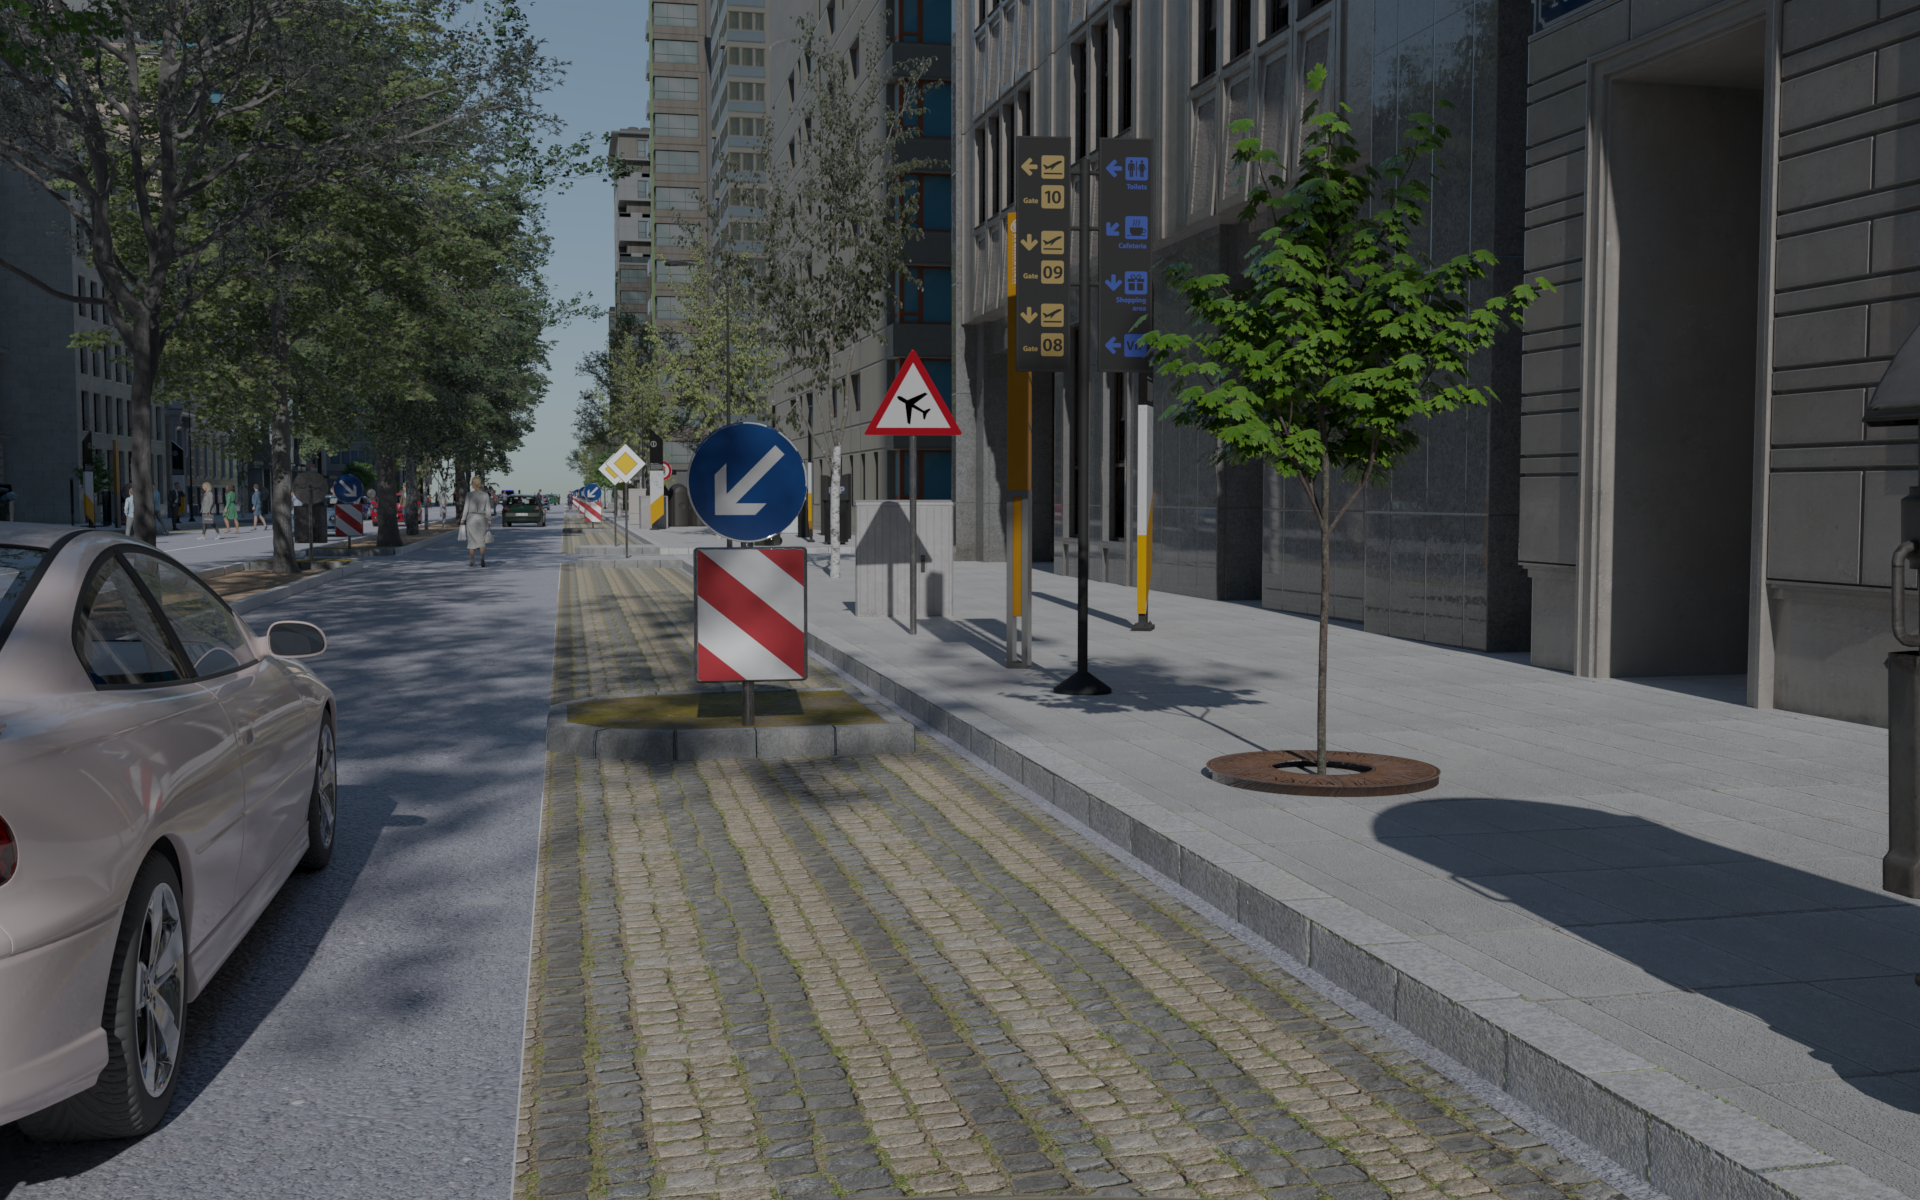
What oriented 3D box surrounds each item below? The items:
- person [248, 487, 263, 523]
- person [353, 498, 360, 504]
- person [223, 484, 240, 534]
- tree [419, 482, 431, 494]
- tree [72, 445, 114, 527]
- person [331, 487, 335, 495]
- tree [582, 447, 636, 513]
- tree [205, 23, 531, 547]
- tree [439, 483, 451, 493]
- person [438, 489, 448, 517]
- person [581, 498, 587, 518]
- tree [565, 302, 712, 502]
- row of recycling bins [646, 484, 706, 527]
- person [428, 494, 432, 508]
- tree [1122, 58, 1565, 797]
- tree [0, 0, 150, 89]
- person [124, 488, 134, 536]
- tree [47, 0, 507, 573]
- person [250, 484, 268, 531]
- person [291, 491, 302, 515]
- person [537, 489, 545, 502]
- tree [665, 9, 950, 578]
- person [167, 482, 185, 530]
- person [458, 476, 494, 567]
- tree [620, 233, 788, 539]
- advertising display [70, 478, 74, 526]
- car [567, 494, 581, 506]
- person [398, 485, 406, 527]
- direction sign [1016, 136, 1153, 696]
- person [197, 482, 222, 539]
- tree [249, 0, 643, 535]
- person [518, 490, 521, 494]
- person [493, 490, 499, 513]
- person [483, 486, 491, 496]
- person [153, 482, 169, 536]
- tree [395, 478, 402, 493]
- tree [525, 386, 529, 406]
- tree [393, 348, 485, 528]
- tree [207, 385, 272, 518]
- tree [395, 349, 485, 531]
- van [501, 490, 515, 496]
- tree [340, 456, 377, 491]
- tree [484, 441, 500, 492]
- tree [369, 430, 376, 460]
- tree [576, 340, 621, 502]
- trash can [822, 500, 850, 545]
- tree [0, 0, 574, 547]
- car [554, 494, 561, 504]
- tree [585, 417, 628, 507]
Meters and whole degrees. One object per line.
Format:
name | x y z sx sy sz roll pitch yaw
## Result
person | -34.640 -4.687 85.233 0.694 1.812 0.767 0 4 -4
person | -31.787 -5.042 91.107 0.590 1.801 0.661 -2 4 -29
person | -26.272 -3.282 62.410 0.529 1.795 0.600 0 4 -8
tree | -67.540 -13.737 219.196 1.663 3.219 1.824 0 3 0
tree | -33.862 -4.489 67.991 1.663 3.219 1.824 0 3 0
person | -26.078 -3.850 72.206 0.466 1.731 0.760 1 4 16
tree | -23.884 -8.313 119.637 4.285 4.588 4.351 0 3 0
tree | -15.472 -8.406 46.543 9.857 13.997 8.962 0 3 0
tree | -75.297 -15.827 253.364 1.663 3.219 1.824 0 3 0
person | -32.863 -6.193 110.025 0.678 1.792 0.850 0 4 -2
person | -22.230 -5.733 102.474 0.600 1.795 0.529 1 4 14
tree | -15.576 -9.195 84.749 7.601 10.594 8.767 0 4 -7
row of recycling bins | -10.691 -3.740 68.268 3.534 1.692 1.069 -3 4 -38
person | -56.050 -10.464 182.778 0.628 1.438 0.799 -1 4 -9
tree | 1.614 -0.812 7.875 1.663 3.219 1.824 0 3 0
tree | -7.747 -5.011 10.137 9.928 11.665 9.643 0 3 0
person | -23.425 -2.371 49.076 0.589 1.601 0.330 -3 5 -42
tree | -12.012 -6.726 30.550 7.486 12.596 7.792 0 3 0
person | -27.496 -3.629 67.856 0.654 1.822 0.581 1 4 10
person | -27.111 -3.797 70.673 0.616 1.811 0.778 -2 4 -28
person | -28.864 -6.752 119.351 0.568 1.767 0.683 -1 4 -12
tree | -2.063 -4.656 26.484 4.360 8.622 3.978 0 3 0
person | -30.885 -3.698 68.318 0.474 1.900 0.648 0 4 7
person | -9.488 -1.532 33.906 0.694 1.780 0.624 -1 4 -11
tree | -6.820 -6.020 48.783 4.737 8.622 4.395 0 3 0
advertising display | -35.459 -3.912 69.172 0.123 1.923 0.974 -2 4 -27
car | -47.883 -12.566 215.243 2.009 1.686 4.222 -1 4 -11
person | -23.974 -4.072 74.984 0.656 1.842 0.836 -1 4 -23
direction sign | 0.792 -1.168 11.094 0.876 3.537 0.379 0 4 -6
person | -23.660 -2.808 54.596 0.728 1.800 0.709 -3 4 -39
tree | -17.569 -12.258 58.761 12.611 20.169 13.585 0 3 0
person | -29.718 -6.584 116.965 1.217 1.723 0.721 0 4 2
person | -34.217 -7.249 127.734 0.721 1.743 1.217 -2 4 -29
person | -26.151 -5.357 95.451 0.474 1.900 0.648 1 4 15
person | -27.547 -3.118 59.339 0.748 1.841 0.638 0 4 7
tree | -57.111 -10.966 173.889 1.663 3.219 1.824 0 3 0
tree | -26.778 -10.128 93.802 9.928 11.665 9.643 0 3 0
tree | -21.746 -7.330 72.671 4.737 8.622 4.395 0 3 0
tree | -38.441 -8.736 93.197 4.737 8.622 4.395 0 3 0
tree | -20.774 -6.994 67.174 4.360 8.622 3.978 0 3 0
van | -62.716 -14.435 240.399 2.240 2.365 5.245 -1 4 -11
tree | -52.371 -10.225 150.891 4.285 4.588 4.351 0 3 0
tree | -24.784 -8.203 86.931 4.360 8.622 3.978 0 3 0
tree | -55.885 -13.403 169.503 4.737 8.622 4.395 0 3 0
tree | -14.362 -7.798 77.858 4.737 8.622 4.395 0 3 0
trash can | -3.135 -1.972 43.900 0.748 1.137 0.748 0 3 0
tree | -10.001 -6.610 20.897 12.009 13.543 11.850 0 3 0
car | -55.377 -13.686 235.570 2.131 1.459 4.920 -1 4 -14
tree | -31.098 -12.345 152.203 4.360 8.622 3.978 0 3 0
